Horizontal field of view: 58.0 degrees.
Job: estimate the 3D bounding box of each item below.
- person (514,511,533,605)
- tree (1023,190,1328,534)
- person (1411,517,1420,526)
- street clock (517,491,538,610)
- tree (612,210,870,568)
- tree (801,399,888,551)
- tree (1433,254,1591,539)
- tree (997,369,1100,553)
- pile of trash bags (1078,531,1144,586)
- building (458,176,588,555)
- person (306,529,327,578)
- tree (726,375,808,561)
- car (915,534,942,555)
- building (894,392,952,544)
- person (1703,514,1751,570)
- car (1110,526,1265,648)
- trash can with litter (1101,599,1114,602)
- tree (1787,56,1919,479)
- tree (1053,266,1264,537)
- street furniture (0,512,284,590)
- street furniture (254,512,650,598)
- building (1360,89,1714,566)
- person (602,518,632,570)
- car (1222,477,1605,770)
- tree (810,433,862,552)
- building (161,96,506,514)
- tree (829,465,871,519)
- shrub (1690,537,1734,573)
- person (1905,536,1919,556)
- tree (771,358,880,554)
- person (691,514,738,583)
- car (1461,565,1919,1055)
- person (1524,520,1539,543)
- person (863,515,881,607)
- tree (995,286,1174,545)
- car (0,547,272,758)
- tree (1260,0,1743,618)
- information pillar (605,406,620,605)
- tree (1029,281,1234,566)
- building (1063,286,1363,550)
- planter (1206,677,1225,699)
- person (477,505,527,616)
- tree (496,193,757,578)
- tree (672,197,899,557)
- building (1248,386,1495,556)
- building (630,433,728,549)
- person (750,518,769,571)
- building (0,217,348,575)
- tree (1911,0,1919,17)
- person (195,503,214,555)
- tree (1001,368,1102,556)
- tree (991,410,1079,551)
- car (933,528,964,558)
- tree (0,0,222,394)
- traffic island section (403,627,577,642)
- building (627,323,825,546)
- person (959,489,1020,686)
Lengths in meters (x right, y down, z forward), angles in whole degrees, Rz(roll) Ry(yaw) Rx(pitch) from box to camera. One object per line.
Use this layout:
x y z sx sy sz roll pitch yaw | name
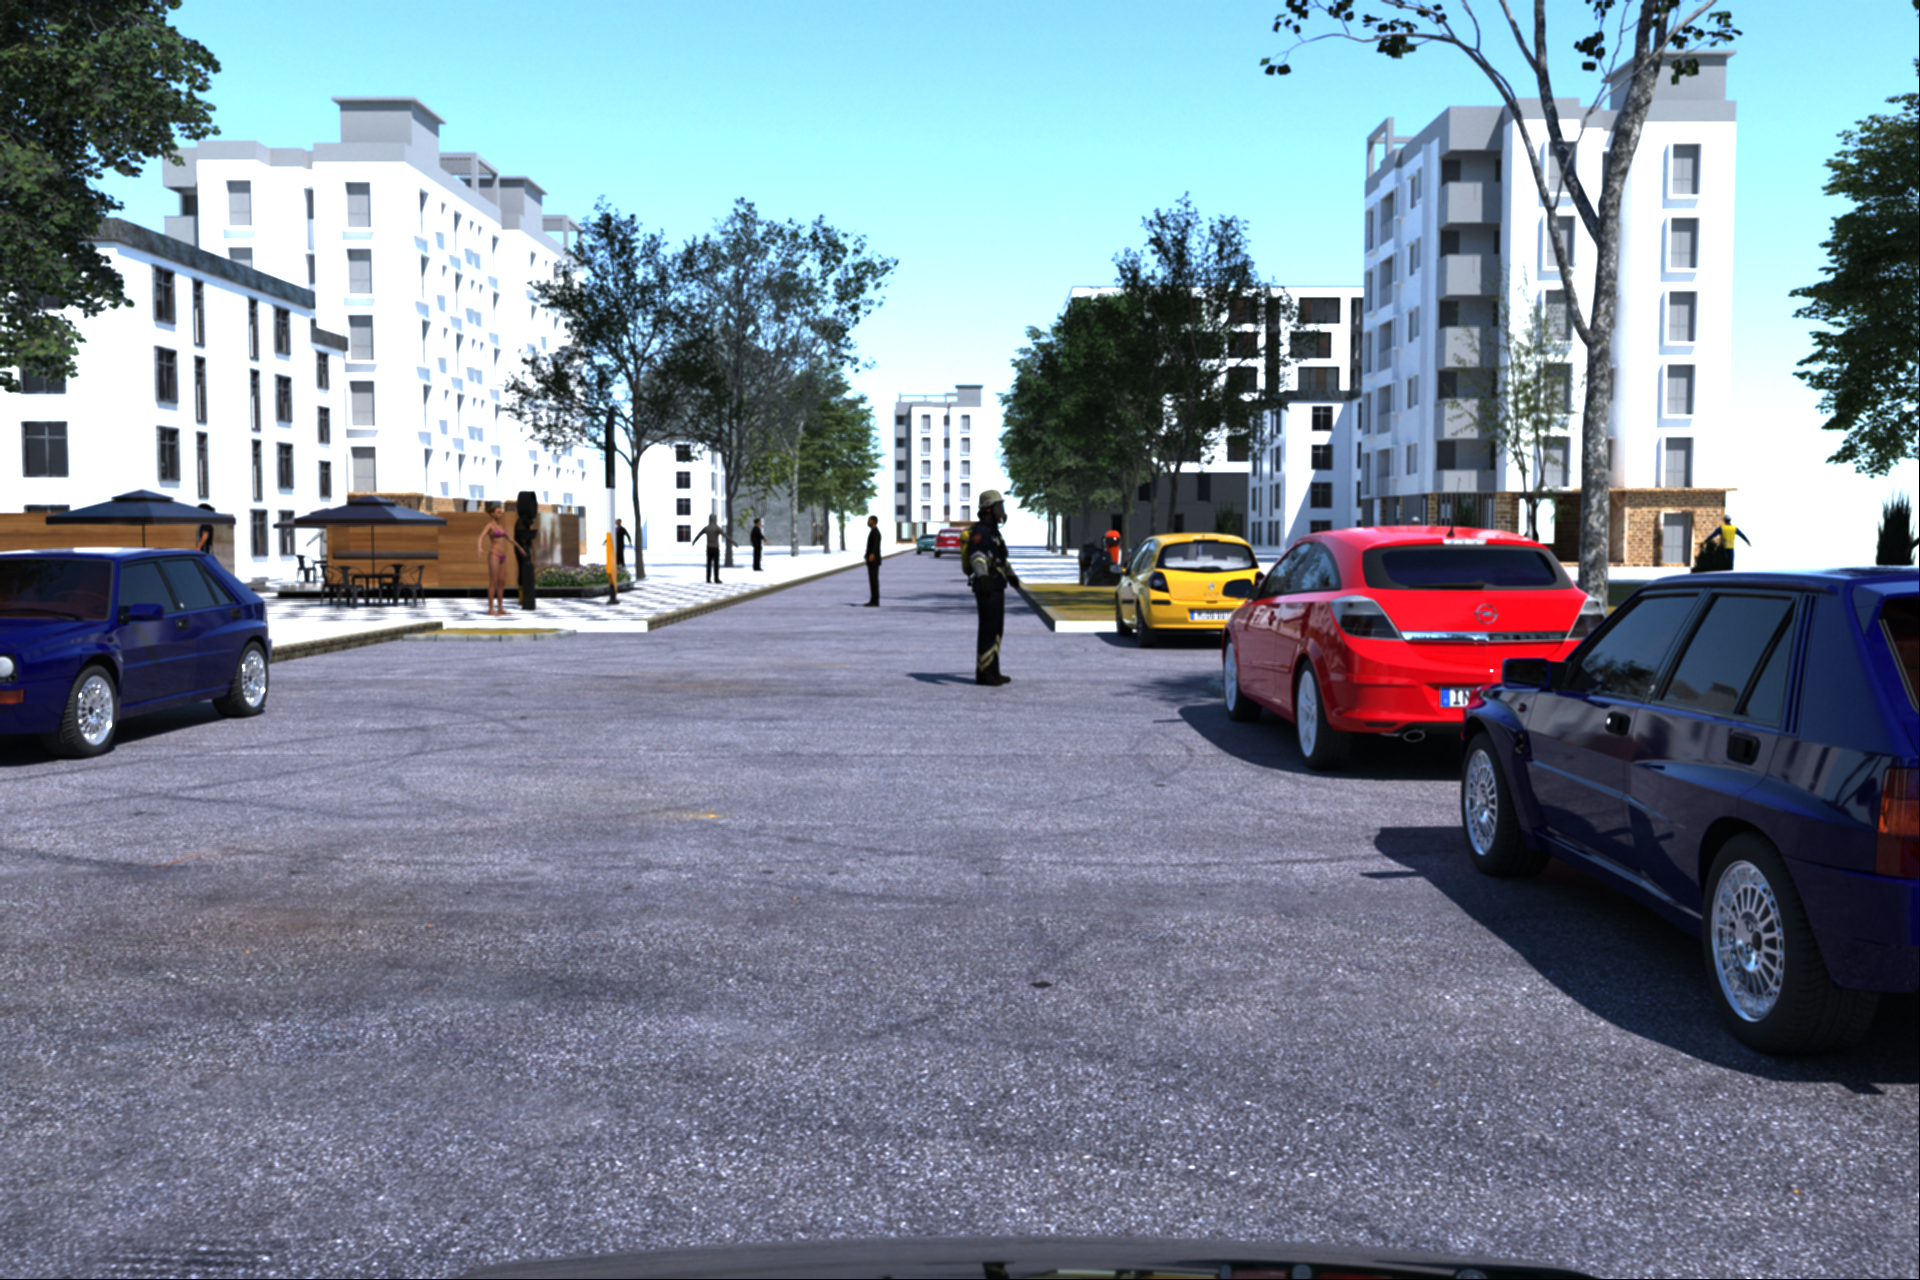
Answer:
-7.910 -1.553 31.523 0.704 1.812 1.346 -1 4 -15 | person
5.796 -6.951 48.057 8.767 10.594 7.601 1 4 9 | tree
12.963 -2.644 49.688 0.721 1.772 1.216 -1 4 -14 | person
-7.270 -1.503 29.143 0.358 2.002 0.471 0 4 1 | street clock
-8.663 -9.485 65.442 12.009 13.543 11.850 0 3 0 | tree
-9.037 -12.609 131.909 9.928 11.665 9.643 0 3 0 | tree
15.033 -5.790 45.034 4.360 8.622 3.978 0 3 0 | tree
6.194 -12.032 114.855 7.486 12.596 7.792 0 3 0 | tree
3.942 -2.095 44.012 1.912 1.369 3.447 0 4 1 | pile of trash bags
-27.883 -14.462 92.879 16.016 20.090 11.380 0 4 1 | building
-18.494 -2.704 50.402 0.705 1.806 1.347 1 4 19 | person
-9.250 -7.995 81.082 4.737 8.622 4.395 0 3 0 | tree
-2.122 -6.757 122.277 2.131 1.459 4.920 0 3 0 | car
-7.985 -22.219 222.149 11.380 20.090 16.016 0 4 -7 | building
21.109 -2.552 47.691 1.349 1.833 0.705 0 4 7 | person
3.071 -0.796 23.235 2.015 1.641 3.980 0 4 -1 | car
3.519 -1.286 32.091 1.678 1.210 2.233 0 4 -1 | trash can with litter
22.437 -7.380 38.793 7.486 12.596 7.792 0 3 0 | tree
6.683 -7.510 57.208 7.601 10.594 8.767 -2 4 -23 | tree
-19.854 -1.842 36.972 9.812 1.723 11.010 -1 4 -10 | street furniture
-9.677 -1.908 38.057 9.812 1.723 11.010 0 4 -1 | street furniture
23.983 -13.675 80.007 16.016 20.090 11.380 0 4 0 | building
-11.347 -3.140 57.571 1.346 1.802 0.704 3 4 36 | person
2.972 -0.182 12.009 2.155 1.783 4.494 0 4 -1 | car
-8.676 -10.504 122.096 4.737 8.622 4.395 0 3 0 | tree
-28.441 -13.453 76.381 16.016 20.090 11.380 0 4 -1 | building
-14.785 -17.518 220.837 7.601 10.594 8.767 0 4 1 | tree
17.256 -1.752 39.755 1.383 1.207 1.383 0 3 0 | shrub
16.806 -1.416 29.426 1.348 1.796 0.705 3 4 36 | person
-9.006 -11.813 111.274 7.486 12.596 7.792 0 3 0 | tree
-6.453 -2.396 45.299 1.348 1.813 0.705 1 4 18 | person
3.038 0.396 6.108 1.945 1.354 3.894 0 3 0 | car
20.807 -3.490 63.245 1.347 1.806 0.705 -3 5 -41 | person
-1.743 -1.568 34.312 0.704 1.802 1.346 0 4 -8 | person
6.652 -11.272 90.957 9.857 13.997 8.962 0 3 0 | tree
-6.390 0.018 12.292 1.945 1.354 3.894 0 3 0 | car
9.279 -10.392 25.797 12.611 20.169 13.585 0 3 0 | tree
-6.345 -2.454 31.477 0.183 3.616 0.504 0 4 1 | information pillar
6.801 -8.784 69.381 9.928 11.665 9.643 0 3 0 | tree
23.238 -19.286 159.304 27.936 21.610 32.646 0 3 0 | building
3.252 0.342 15.552 1.991 0.319 1.994 0 4 0 | planter
-7.239 -1.254 27.301 0.721 1.733 1.217 1 4 21 | person
-9.337 -6.977 48.486 7.601 10.594 8.767 -2 4 -28 | tree
-9.981 -14.793 97.747 12.611 20.169 13.585 0 3 0 | tree
23.464 -9.721 101.084 9.099 9.664 28.070 0 4 0 | building
-25.436 -13.191 157.818 9.099 9.664 28.070 0 4 0 | building
-7.019 -3.319 60.193 0.705 1.837 1.347 -2 4 -31 | person
-26.844 -7.213 60.080 9.099 9.664 28.070 0 4 0 | building
8.369 -5.552 8.900 7.486 12.596 7.792 0 3 0 | tree
-13.368 -1.495 30.594 0.704 1.843 1.345 -1 4 -20 | person
6.210 -10.851 103.176 9.928 11.665 9.643 0 3 0 | tree
6.821 -13.454 130.348 12.009 13.543 11.850 0 3 0 | tree
-0.525 -5.938 105.759 2.281 1.827 5.304 0 4 0 | car
-12.288 -6.805 17.915 9.857 13.997 8.962 0 3 0 | tree
-6.431 -0.073 24.061 1.991 0.108 1.994 0 4 1 | traffic island section
-24.576 -21.828 187.820 19.493 23.208 18.063 0 4 0 | building
0.315 -0.504 16.481 0.705 1.856 1.354 1 4 14 | person
